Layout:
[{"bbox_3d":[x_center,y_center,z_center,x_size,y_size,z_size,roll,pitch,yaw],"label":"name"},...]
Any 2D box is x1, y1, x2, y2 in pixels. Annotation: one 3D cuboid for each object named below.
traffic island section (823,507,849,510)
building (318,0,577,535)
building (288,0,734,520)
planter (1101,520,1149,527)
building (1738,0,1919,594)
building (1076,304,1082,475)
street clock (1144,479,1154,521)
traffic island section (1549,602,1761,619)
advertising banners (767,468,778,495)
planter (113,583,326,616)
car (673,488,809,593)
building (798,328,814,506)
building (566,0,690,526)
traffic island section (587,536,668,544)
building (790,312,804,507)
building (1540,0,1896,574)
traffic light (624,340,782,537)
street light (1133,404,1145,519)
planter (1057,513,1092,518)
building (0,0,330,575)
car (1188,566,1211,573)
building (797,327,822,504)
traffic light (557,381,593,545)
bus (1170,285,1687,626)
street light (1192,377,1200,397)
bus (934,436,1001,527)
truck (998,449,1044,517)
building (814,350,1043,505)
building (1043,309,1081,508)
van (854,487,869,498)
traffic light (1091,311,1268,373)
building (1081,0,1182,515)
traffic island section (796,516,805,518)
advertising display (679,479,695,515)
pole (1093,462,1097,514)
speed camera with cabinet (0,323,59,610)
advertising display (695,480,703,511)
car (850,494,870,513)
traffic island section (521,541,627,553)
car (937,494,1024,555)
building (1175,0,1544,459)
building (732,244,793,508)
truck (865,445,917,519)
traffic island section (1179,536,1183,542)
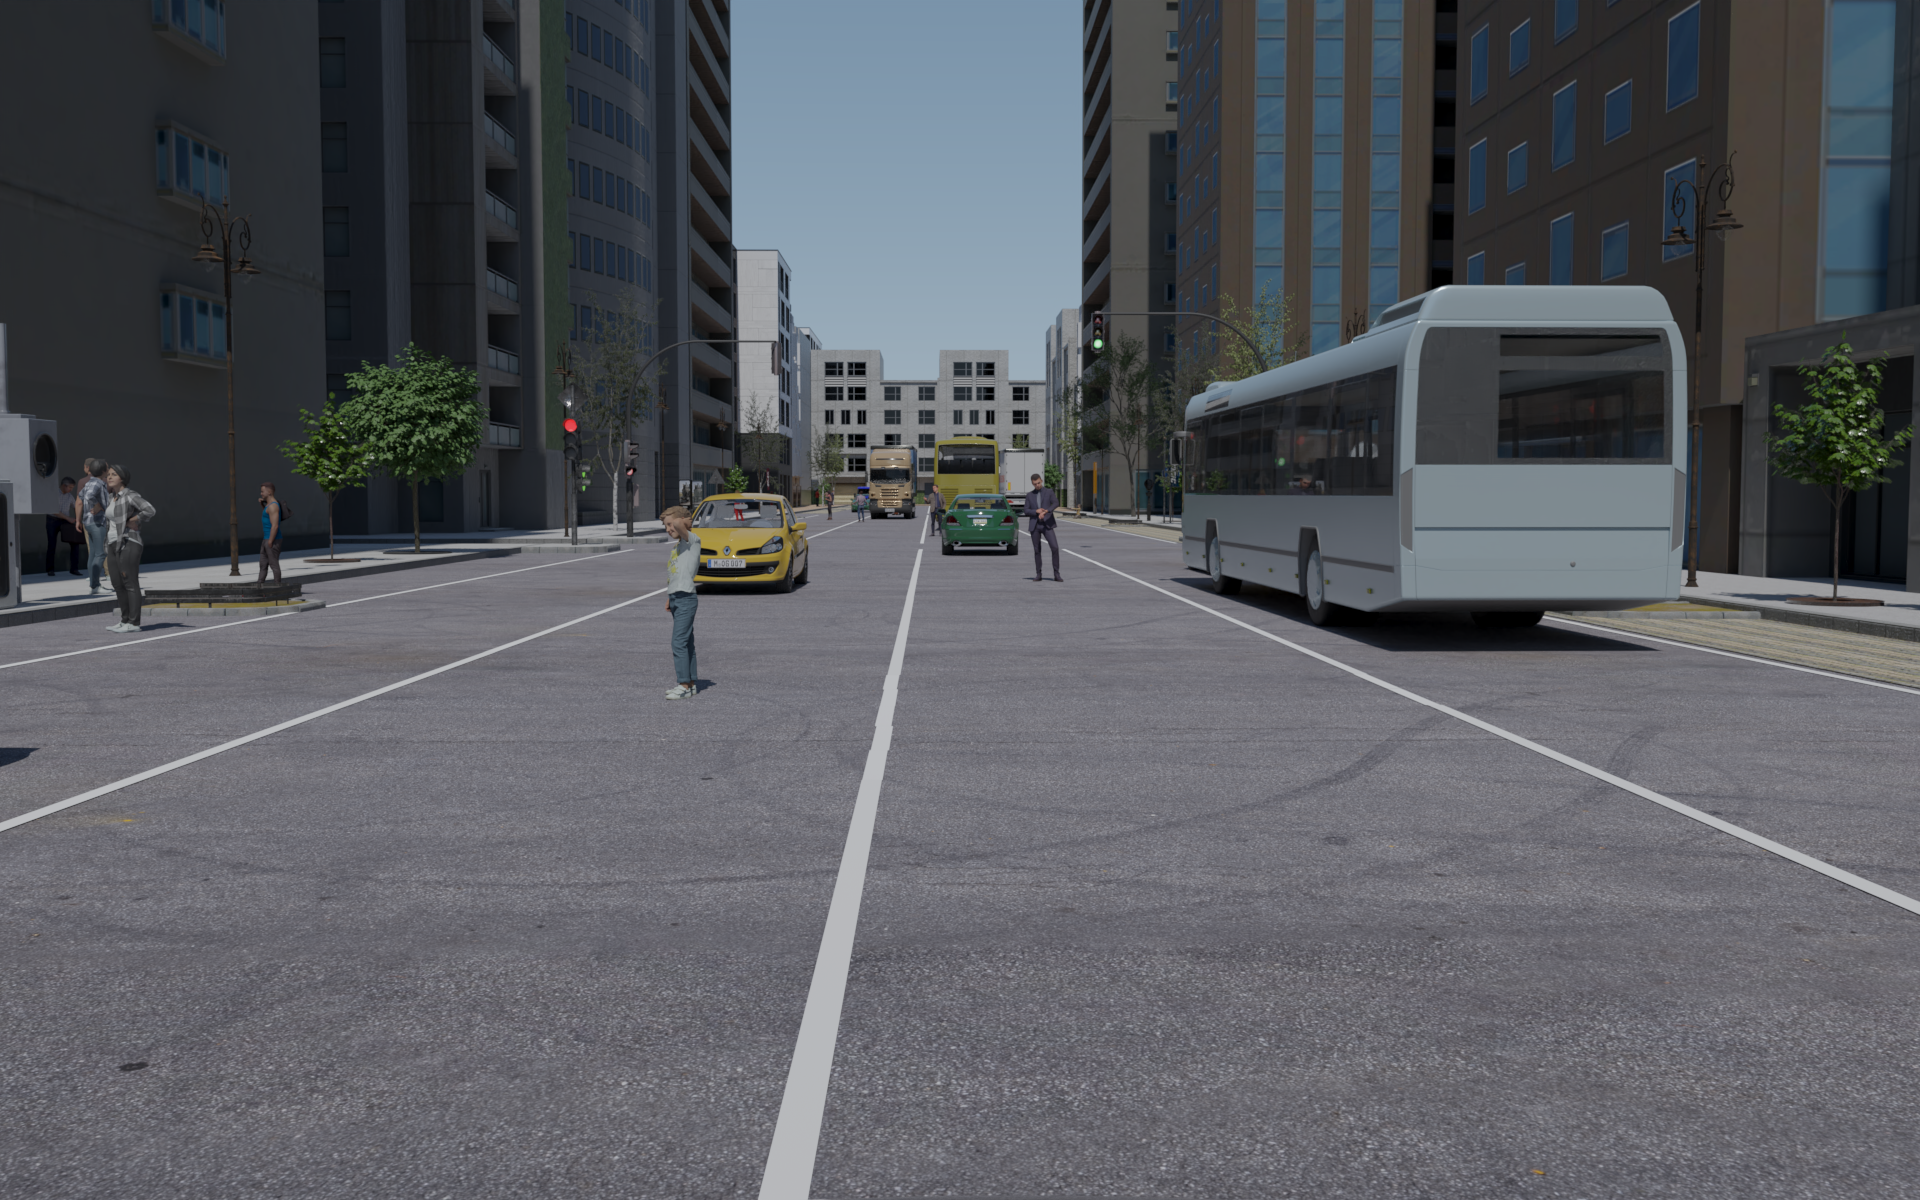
[{"bbox_3d":[-11.089,-7.965,153.097,1.991,0.108,1.994,0,4,-1],"label":"traffic island section"},{"bbox_3d":[-21.675,-22.934,58.571,14.154,41.232,14.086,0,4,-1],"label":"building"},{"bbox_3d":[-25.691,-29.421,104.740,21.300,48.544,21.600,0,4,-1],"label":"building"},{"bbox_3d":[7.240,-3.373,76.289,1.991,0.319,1.994,0,4,-1],"label":"planter"},{"bbox_3d":[22.653,-35.278,15.047,20.563,71.187,20.611,0,4,-1],"label":"building"},{"bbox_3d":[18.432,-18.103,152.405,16.016,20.091,11.380,0,4,-1],"label":"building"},{"bbox_3d":[8.985,-4.758,82.355,0.471,2.002,0.358,0,4,7],"label":"street clock"},{"bbox_3d":[8.131,0.132,20.708,1.991,0.108,1.994,0,4,-1],"label":"traffic island section"},{"bbox_3d":[-12.570,-7.314,115.768,0.090,3.025,2.074,-2,4,-25],"label":"advertising banners"},{"bbox_3d":[-8.971,-0.010,21.311,1.991,0.319,1.994,0,4,-1],"label":"planter"},{"bbox_3d":[-3.280,-0.980,26.249,2.015,1.641,3.980,0,3,0],"label":"car"},{"bbox_3d":[-32.956,-19.948,192.612,31.486,18.905,16.747,0,4,-1],"label":"building"},{"bbox_3d":[-25.070,-32.850,79.102,21.231,58.520,28.212,0,4,-1],"label":"building"},{"bbox_3d":[-9.786,-1.775,51.298,2.009,0.180,2.903,0,4,-1],"label":"traffic island section"},{"bbox_3d":[-24.110,-19.560,176.224,16.016,20.091,11.380,0,4,-1],"label":"building"},{"bbox_3d":[18.717,-23.427,33.148,14.600,45.320,14.200,0,4,-1],"label":"building"},{"bbox_3d":[-7.655,-4.683,51.232,4.771,5.953,1.251,0,4,-1],"label":"traffic light"},{"bbox_3d":[9.043,-7.026,87.663,0.468,5.910,1.993,0,4,-1],"label":"street light"},{"bbox_3d":[6.803,-5.040,103.538,1.991,0.319,1.994,0,4,-1],"label":"planter"},{"bbox_3d":[-25.362,-24.792,29.048,21.600,48.544,21.300,0,4,-1],"label":"building"},{"bbox_3d":[5.185,-1.304,31.544,2.015,1.641,3.980,0,4,-1],"label":"car"},{"bbox_3d":[-34.892,-23.352,225.771,32.646,21.610,27.936,0,4,-1],"label":"building"},{"bbox_3d":[-9.618,-3.319,43.180,0.839,4.253,0.868,0,4,-1],"label":"traffic light"},{"bbox_3d":[4.959,-1.655,21.920,2.948,3.499,13.247,0,4,-2],"label":"bus"},{"bbox_3d":[9.279,-5.845,68.347,0.468,5.910,1.993,0,4,-1],"label":"street light"},{"bbox_3d":[0.337,-4.989,73.122,2.896,3.916,12.252,0,4,1],"label":"bus"},{"bbox_3d":[3.702,-7.544,112.250,2.839,4.237,11.283,0,4,-3],"label":"truck"},{"bbox_3d":[-2.610,-21.668,220.726,31.486,18.905,16.747,0,4,-1],"label":"building"},{"bbox_3d":[17.970,-18.800,173.831,16.747,18.905,31.486,0,4,-1],"label":"building"},{"bbox_3d":[-7.544,-8.440,142.371,2.240,2.365,5.245,0,4,-1],"label":"van"},{"bbox_3d":[5.631,-4.198,43.297,4.771,5.953,1.251,0,4,-1],"label":"traffic light"},{"bbox_3d":[19.676,-30.071,115.366,21.300,48.544,21.600,0,4,-1],"label":"building"},{"bbox_3d":[-10.296,-4.948,103.765,1.991,0.108,1.994,0,4,-1],"label":"traffic island section"},{"bbox_3d":[-12.048,-4.335,76.086,0.123,1.923,0.974,-3,5,-39],"label":"advertising display"},{"bbox_3d":[8.627,-7.143,110.627,0.158,3.312,0.155,0,3,0],"label":"pole"},{"bbox_3d":[-10.900,-1.538,19.481,0.660,3.252,2.038,0,4,-2],"label":"speed camera with cabinet"},{"bbox_3d":[-12.469,-4.682,81.765,0.123,1.923,0.974,2,4,27],"label":"advertising display"},{"bbox_3d":[-7.478,-7.564,135.471,2.131,1.459,4.920,0,4,1],"label":"car"},{"bbox_3d":[-9.658,-1.286,43.314,2.009,0.180,2.903,0,4,-1],"label":"traffic island section"},{"bbox_3d":[0.492,-1.854,42.106,2.131,1.459,4.920,0,4,1],"label":"car"},{"bbox_3d":[18.427,-26.534,83.948,14.600,45.320,14.200,0,4,-1],"label":"building"},{"bbox_3d":[-29.080,-18.258,142.486,27.936,21.610,32.646,0,4,-1],"label":"building"},{"bbox_3d":[-3.904,-6.910,101.895,2.839,4.237,11.283,0,4,0],"label":"truck"},{"bbox_3d":[7.634,-1.791,51.571,2.009,0.180,2.903,0,4,-1],"label":"traffic island section"}]
